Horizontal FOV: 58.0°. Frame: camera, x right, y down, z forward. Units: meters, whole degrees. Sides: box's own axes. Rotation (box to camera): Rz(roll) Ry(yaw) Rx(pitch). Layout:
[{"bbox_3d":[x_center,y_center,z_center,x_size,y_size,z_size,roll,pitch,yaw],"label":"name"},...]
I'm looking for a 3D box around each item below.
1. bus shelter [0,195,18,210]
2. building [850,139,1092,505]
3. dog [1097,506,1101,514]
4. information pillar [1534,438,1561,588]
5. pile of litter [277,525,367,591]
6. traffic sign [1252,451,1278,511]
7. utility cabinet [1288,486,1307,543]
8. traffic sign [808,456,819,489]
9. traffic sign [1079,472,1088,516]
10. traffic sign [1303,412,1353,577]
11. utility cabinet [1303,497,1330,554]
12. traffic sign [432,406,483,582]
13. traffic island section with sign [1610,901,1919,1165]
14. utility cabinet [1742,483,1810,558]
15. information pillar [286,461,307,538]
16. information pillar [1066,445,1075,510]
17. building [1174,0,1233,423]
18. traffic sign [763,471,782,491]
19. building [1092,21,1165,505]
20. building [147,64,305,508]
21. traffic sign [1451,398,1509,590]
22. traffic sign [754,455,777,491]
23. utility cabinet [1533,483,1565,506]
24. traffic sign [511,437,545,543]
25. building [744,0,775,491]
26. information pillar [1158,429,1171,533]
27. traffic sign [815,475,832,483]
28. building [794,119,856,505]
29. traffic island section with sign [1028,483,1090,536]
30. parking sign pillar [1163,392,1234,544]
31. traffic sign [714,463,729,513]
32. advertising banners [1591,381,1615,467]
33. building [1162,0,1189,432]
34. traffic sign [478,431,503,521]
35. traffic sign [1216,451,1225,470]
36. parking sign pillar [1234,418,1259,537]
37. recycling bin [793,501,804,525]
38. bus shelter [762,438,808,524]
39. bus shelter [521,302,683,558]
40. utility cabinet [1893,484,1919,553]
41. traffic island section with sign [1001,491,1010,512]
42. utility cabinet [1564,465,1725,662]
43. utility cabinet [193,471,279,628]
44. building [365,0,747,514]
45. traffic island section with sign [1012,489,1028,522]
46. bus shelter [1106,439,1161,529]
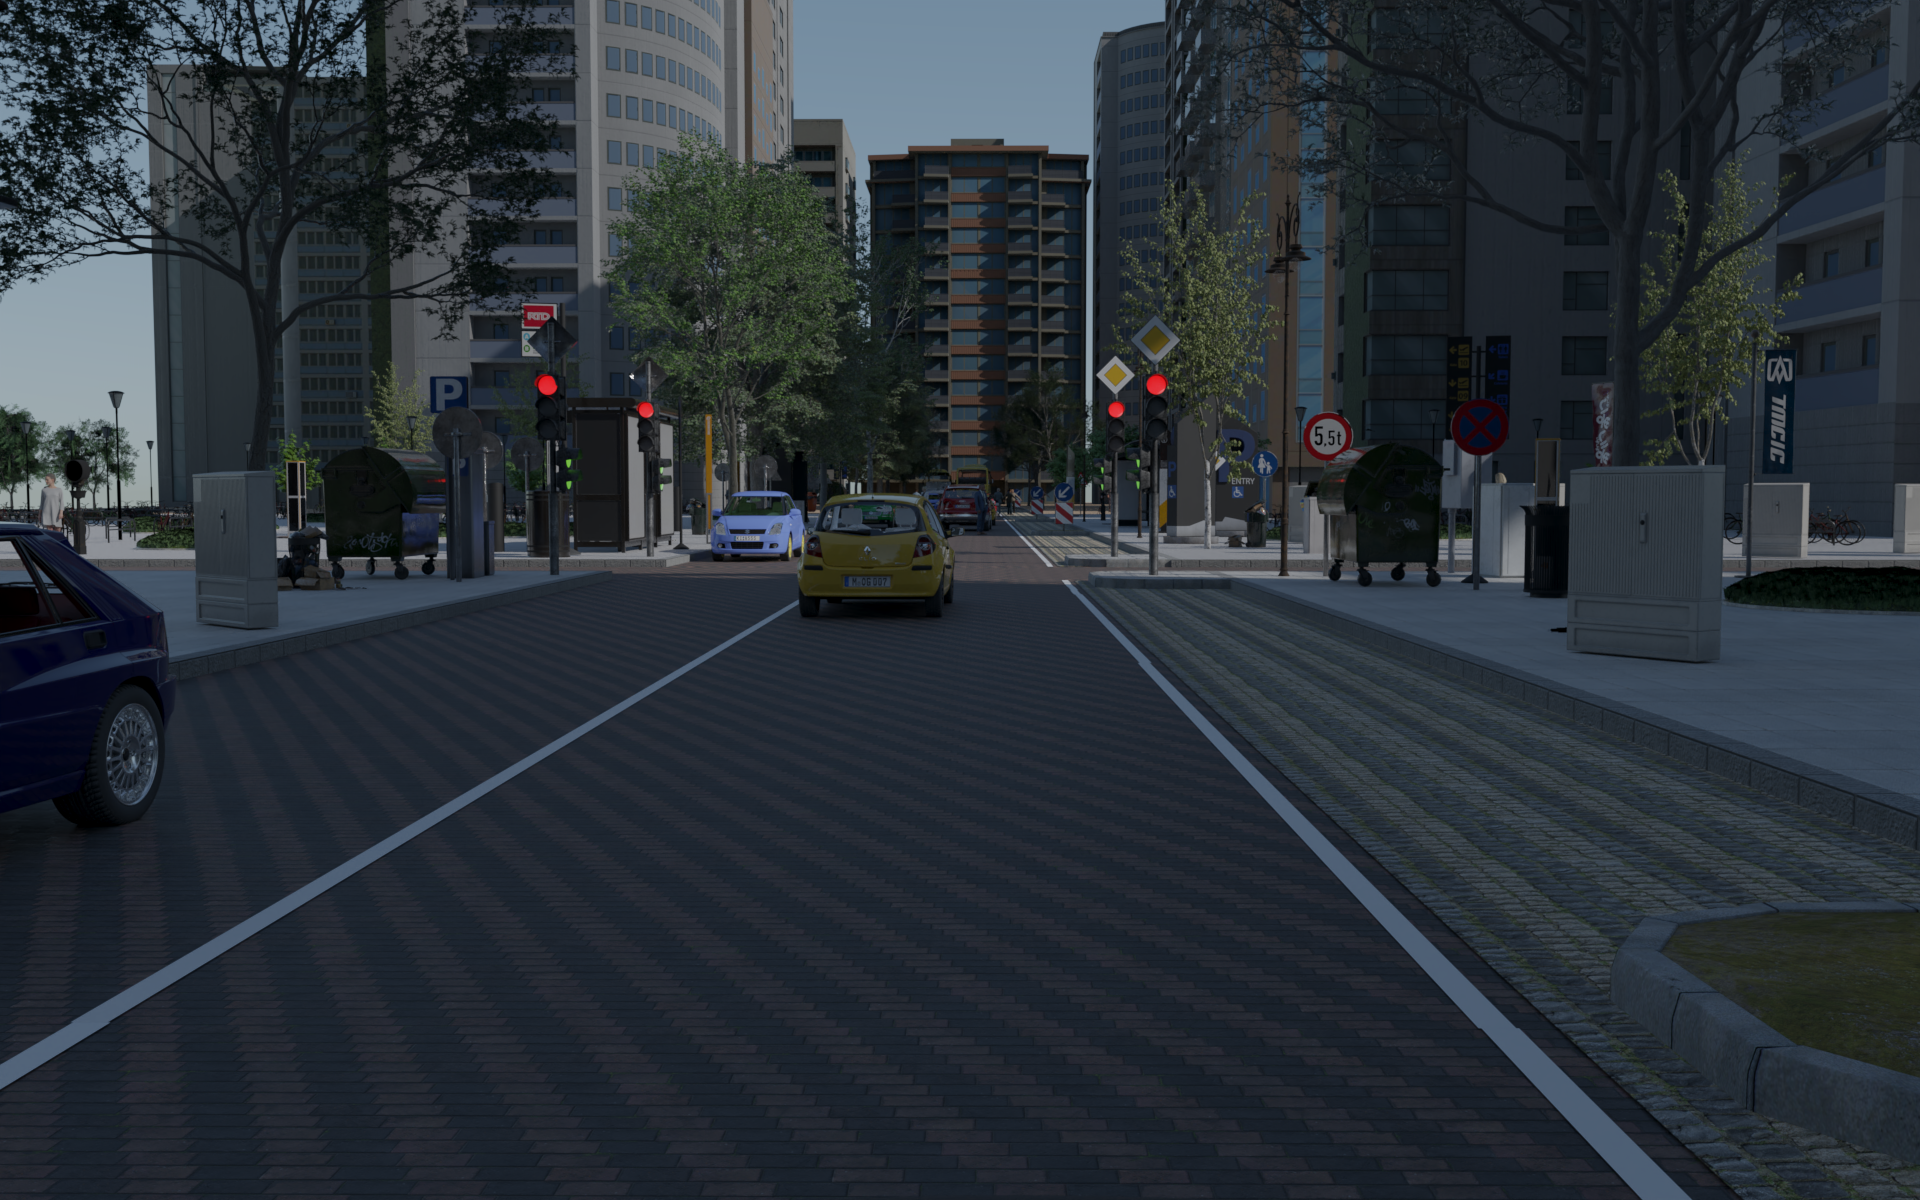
[{"bbox_3d":[-8.427,-1.201,10.912,1.731,3.624,6.357,0,4,1],"label":"bus shelter"},{"bbox_3d":[1.469,-34.351,216.259,28.867,44.769,22.147,0,4,1],"label":"building"},{"bbox_3d":[8.826,-5.672,109.570,0.406,0.507,0.540,-1,4,-22],"label":"dog"},{"bbox_3d":[7.793,-1.132,23.000,0.304,2.012,0.304,1,4,22],"label":"information pillar"},{"bbox_3d":[-8.902,-0.573,23.326,1.719,0.858,1.176,1,4,20],"label":"pile of litter"},{"bbox_3d":[8.992,-3.123,51.164,0.768,2.556,0.104,0,4,3],"label":"traffic sign"},{"bbox_3d":[8.942,-2.206,44.743,0.318,1.500,1.173,-2,4,-24],"label":"utility cabinet"},{"bbox_3d":[-8.571,-5.968,91.457,2.265,3.308,0.079,0,4,2],"label":"traffic sign"},{"bbox_3d":[7.141,-6.269,102.496,0.884,2.594,0.081,0,4,8],"label":"traffic sign"},{"bbox_3d":[5.694,-1.638,26.890,0.768,2.556,0.104,0,4,5],"label":"traffic sign"},{"bbox_3d":[7.952,-1.609,37.465,1.020,1.237,0.306,-1,4,-15],"label":"utility cabinet"},{"bbox_3d":[-7.317,-1.536,25.212,0.768,2.556,0.104,0,4,6],"label":"traffic sign"},{"bbox_3d":[2.818,0.260,4.385,1.989,1.847,2.006,0,4,1],"label":"traffic island section with sign"},{"bbox_3d":[16.350,-1.594,34.743,0.318,1.500,1.173,-3,5,-41],"label":"utility cabinet"},{"bbox_3d":[-14.767,-2.084,38.559,0.304,2.012,0.304,0,4,7],"label":"information pillar"},{"bbox_3d":[5.319,-5.638,83.535,0.504,3.616,0.183,-3,5,-42],"label":"information pillar"},{"bbox_3d":[29.177,-31.705,137.988,23.786,49.044,30.456,0,4,1],"label":"building"},{"bbox_3d":[-7.448,-4.169,68.162,0.884,2.594,0.081,0,4,7],"label":"traffic sign"},{"bbox_3d":[31.031,-41.089,213.796,28.212,58.520,21.231,0,4,1],"label":"building"},{"bbox_3d":[-68.506,-29.659,168.512,14.086,41.232,14.154,0,4,1],"label":"building"},{"bbox_3d":[6.917,-1.408,23.124,0.768,2.556,0.104,0,4,4],"label":"traffic sign"},{"bbox_3d":[-6.345,-3.452,56.544,0.768,2.556,0.104,0,4,6],"label":"traffic sign"},{"bbox_3d":[12.186,-1.697,36.426,1.173,1.500,0.318,-2,4,-32],"label":"utility cabinet"},{"bbox_3d":[-9.645,-2.356,38.629,0.768,2.556,0.104,0,4,3],"label":"traffic sign"},{"bbox_3d":[-23.358,-30.306,145.610,14.600,45.320,14.200,0,4,1],"label":"building"},{"bbox_3d":[6.769,-4.000,56.752,0.504,3.616,0.183,1,4,15],"label":"information pillar"},{"bbox_3d":[-6.844,-5.310,86.819,0.884,2.594,0.081,0,4,7],"label":"traffic sign"},{"bbox_3d":[-24.064,-36.114,214.161,21.600,48.544,21.300,0,4,1],"label":"building"},{"bbox_3d":[3.475,-3.157,60.248,1.989,1.847,2.006,0,4,1],"label":"traffic island section with sign"},{"bbox_3d":[6.008,-3.455,44.959,1.447,3.967,1.447,-2,4,-32],"label":"parking sign pillar"},{"bbox_3d":[-9.658,-4.314,70.644,0.768,2.556,0.104,1,4,9],"label":"traffic sign"},{"bbox_3d":[10.313,-1.850,26.439,0.090,3.025,2.074,-1,4,-19],"label":"advertising banners"},{"bbox_3d":[28.354,-44.360,163.533,20.563,71.187,20.611,0,4,1],"label":"building"},{"bbox_3d":[-9.632,-2.140,35.089,0.768,2.556,0.104,0,4,5],"label":"traffic sign"},{"bbox_3d":[6.884,-2.909,47.298,0.795,2.593,0.064,0,4,1],"label":"traffic sign"},{"bbox_3d":[8.304,-3.885,51.991,1.447,3.967,1.447,0,4,-1],"label":"parking sign pillar"},{"bbox_3d":[-6.407,-3.290,66.337,0.722,1.027,0.722,-2,4,-24],"label":"recycling bin"},{"bbox_3d":[-7.150,-4.949,72.207,1.731,3.624,6.357,0,4,1],"label":"bus shelter"},{"bbox_3d":[-8.073,-3.755,39.025,2.179,5.291,8.768,0,4,1],"label":"bus shelter"},{"bbox_3d":[20.781,-1.761,37.472,1.173,1.500,0.318,-1,4,-20],"label":"utility cabinet"},{"bbox_3d":[4.368,-7.866,137.240,1.989,1.847,2.006,0,4,1],"label":"traffic island section with sign"},{"bbox_3d":[5.343,-0.299,13.562,0.318,1.500,1.173,-2,4,-33],"label":"utility cabinet"},{"bbox_3d":[-7.014,-0.492,16.726,1.173,1.500,0.318,3,5,44],"label":"utility cabinet"},{"bbox_3d":[-27.769,-35.590,123.891,21.231,58.520,28.212,0,4,1],"label":"building"},{"bbox_3d":[3.813,-4.898,88.711,1.989,1.847,2.006,0,4,1],"label":"traffic island section with sign"},{"bbox_3d":[6.792,-4.446,66.617,2.014,3.302,5.546,0,4,1],"label":"bus shelter"}]
